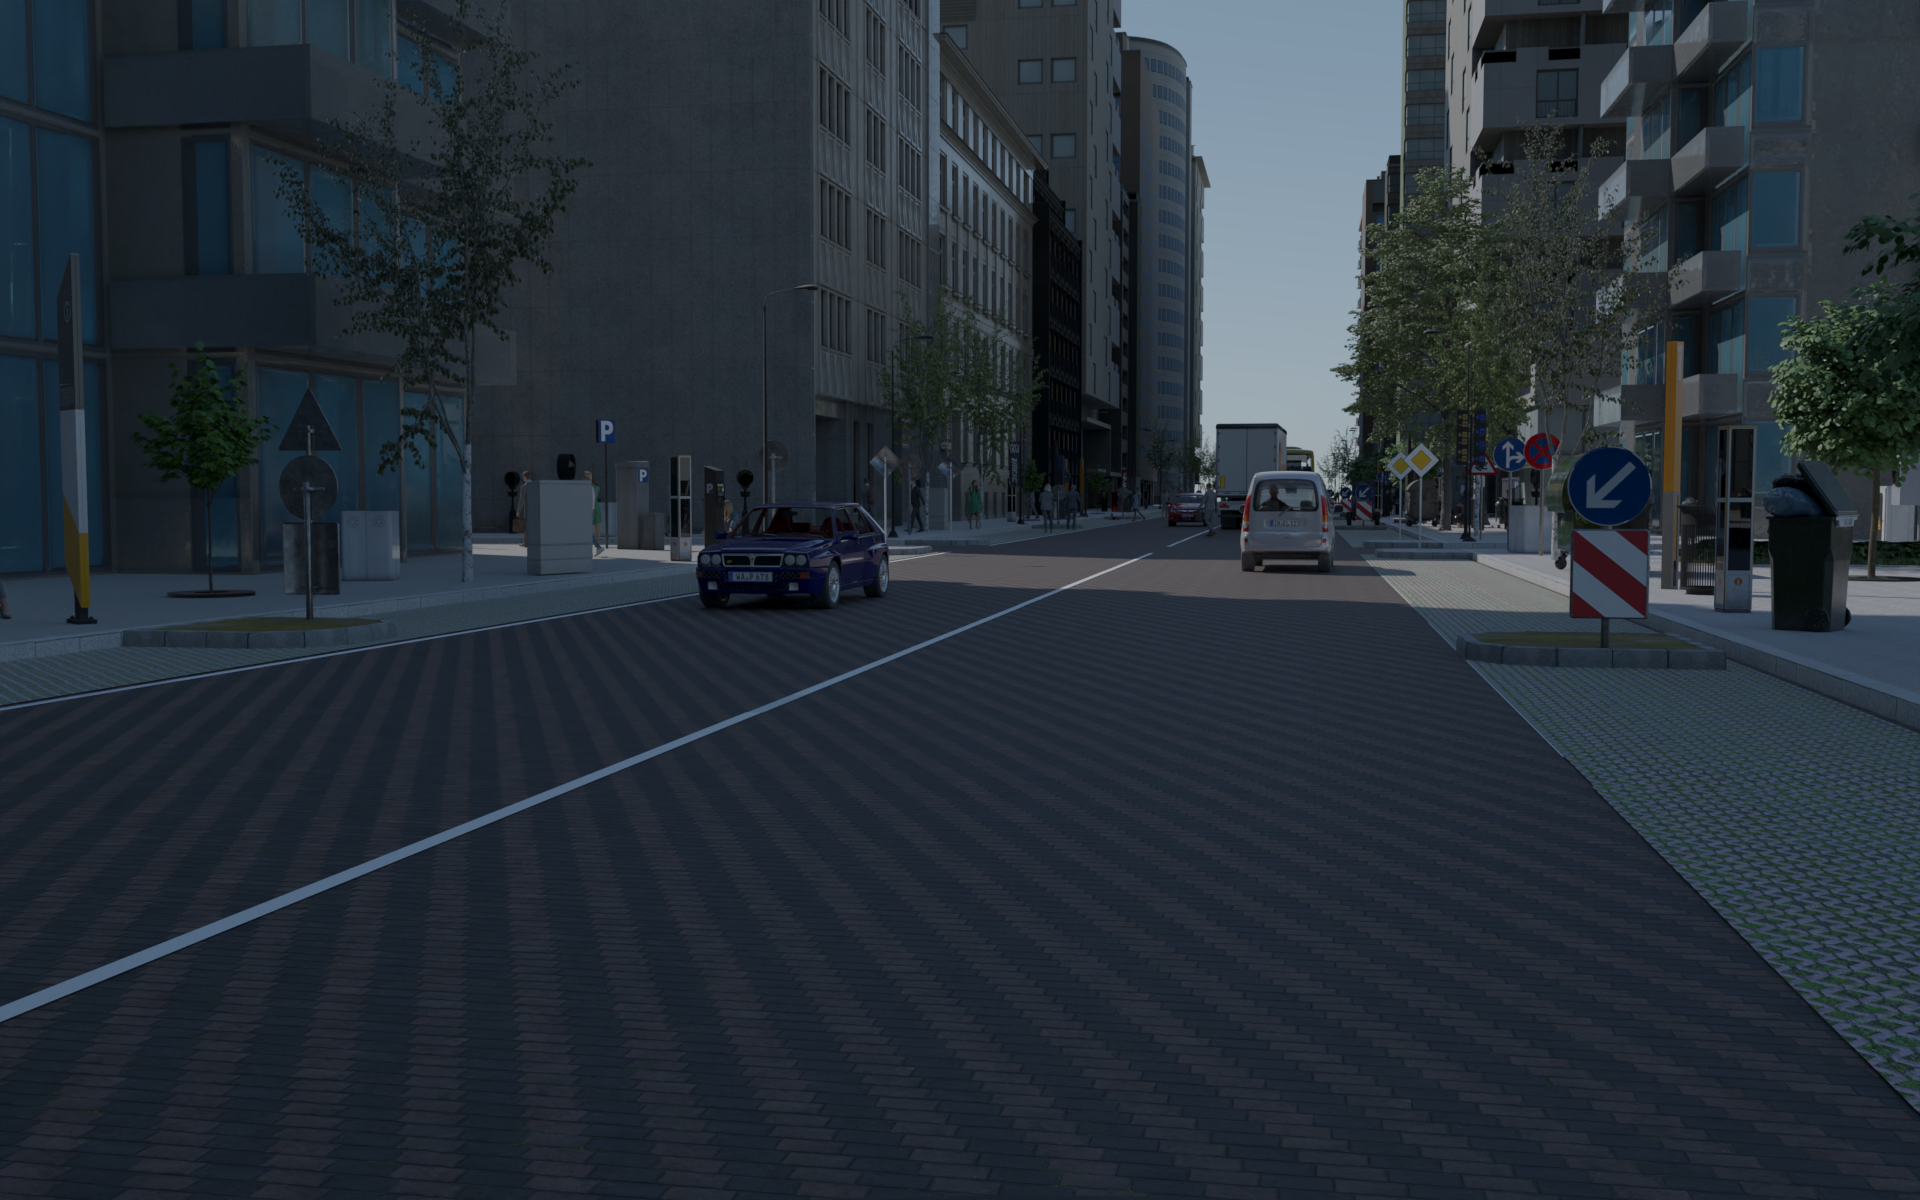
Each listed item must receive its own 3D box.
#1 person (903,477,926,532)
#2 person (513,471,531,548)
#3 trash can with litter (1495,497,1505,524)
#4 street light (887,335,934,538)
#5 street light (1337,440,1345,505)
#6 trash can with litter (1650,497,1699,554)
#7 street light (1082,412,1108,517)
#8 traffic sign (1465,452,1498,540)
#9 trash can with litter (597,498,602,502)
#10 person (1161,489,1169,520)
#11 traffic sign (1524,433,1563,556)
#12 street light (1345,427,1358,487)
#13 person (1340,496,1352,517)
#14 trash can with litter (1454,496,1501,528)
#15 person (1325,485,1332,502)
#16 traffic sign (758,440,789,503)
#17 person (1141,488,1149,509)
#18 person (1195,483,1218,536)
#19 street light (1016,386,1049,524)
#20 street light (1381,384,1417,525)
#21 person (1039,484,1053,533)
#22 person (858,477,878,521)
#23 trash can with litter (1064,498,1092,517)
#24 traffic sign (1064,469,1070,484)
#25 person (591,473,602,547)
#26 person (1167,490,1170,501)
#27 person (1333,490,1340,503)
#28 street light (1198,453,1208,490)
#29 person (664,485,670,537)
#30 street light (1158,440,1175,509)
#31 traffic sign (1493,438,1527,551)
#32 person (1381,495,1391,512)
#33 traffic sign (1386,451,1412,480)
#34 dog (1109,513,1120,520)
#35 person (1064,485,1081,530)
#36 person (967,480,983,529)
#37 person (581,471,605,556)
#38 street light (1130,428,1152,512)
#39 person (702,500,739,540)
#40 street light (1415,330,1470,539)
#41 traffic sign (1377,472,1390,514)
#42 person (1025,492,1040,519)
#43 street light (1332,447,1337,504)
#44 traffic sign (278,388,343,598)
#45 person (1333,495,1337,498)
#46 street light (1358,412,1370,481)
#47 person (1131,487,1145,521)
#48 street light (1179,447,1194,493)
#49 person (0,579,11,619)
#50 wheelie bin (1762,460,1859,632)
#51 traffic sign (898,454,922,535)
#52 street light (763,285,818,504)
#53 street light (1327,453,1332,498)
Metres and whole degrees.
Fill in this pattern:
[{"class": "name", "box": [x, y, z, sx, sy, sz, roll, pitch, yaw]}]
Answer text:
[{"class": "person", "box": [-1.547, -3.184, 57.876, 0.755, 1.850, 0.659, -1, 4, -14]}, {"class": "person", "box": [-10.263, -2.168, 41.461, 0.822, 1.834, 0.622, 2, 4, 29]}, {"class": "trash can with litter", "box": [23.401, -3.815, 73.763, 1.055, 1.170, 0.624, -1, 4, -10]}, {"class": "street light", "box": [-1.445, -4.786, 50.791, 1.470, 5.913, 1.316, 1, 4, 11]}, {"class": "street light", "box": [33.252, -10.741, 148.152, 1.470, 5.913, 1.316, 1, 4, 11]}, {"class": "trash can with litter", "box": [15.401, -1.553, 36.448, 1.678, 1.210, 2.233, 0, 4, -2]}, {"class": "street light", "box": [7.642, -7.667, 97.893, 1.470, 5.913, 1.316, 1, 4, 11]}, {"class": "traffic sign", "box": [14.466, -2.938, 48.042, 0.884, 2.594, 0.081, 1, 4, 15]}, {"class": "trash can with litter", "box": [-11.525, -2.589, 53.719, 0.624, 1.170, 1.055, 2, 4, 33]}, {"class": "person", "box": [11.385, -5.319, 96.211, 0.466, 1.731, 0.760, 1, 4, 19]}, {"class": "traffic sign", "box": [12.101, -2.196, 36.007, 0.768, 2.556, 0.104, 1, 4, 17]}, {"class": "street light", "box": [28.659, -9.301, 124.615, 1.470, 5.913, 1.316, 1, 4, 11]}, {"class": "person", "box": [22.946, -5.708, 102.037, 1.509, 1.804, 0.699, -2, 4, -30]}, {"class": "trash can with litter", "box": [19.528, -3.295, 64.923, 2.233, 1.210, 1.678, 2, 4, 31]}, {"class": "person", "box": [13.491, -3.385, 64.023, 0.511, 1.800, 0.466, 3, 5, 41]}, {"class": "traffic sign", "box": [-4.393, -2.490, 40.811, 0.768, 2.556, 0.104, 1, 4, 13]}, {"class": "person", "box": [15.900, -8.705, 148.382, 0.705, 1.822, 1.348, -1, 4, -17]}, {"class": "person", "box": [8.423, -3.065, 58.735, 0.709, 1.813, 0.853, -3, 5, -43]}, {"class": "street light", "box": [3.135, -6.226, 74.339, 1.470, 5.913, 1.316, 1, 4, 11]}, {"class": "street light", "box": [18.520, -6.117, 72.546, 1.470, 5.913, 1.316, 1, 4, 11]}, {"class": "person", "box": [3.162, -3.361, 63.642, 0.537, 1.800, 0.526, 0, 4, 0]}, {"class": "person", "box": [-3.022, -3.115, 56.930, 0.622, 1.834, 0.822, -1, 4, -18]}, {"class": "trash can with litter", "box": [6.220, -5.168, 95.561, 2.233, 1.210, 1.678, 1, 4, 10]}, {"class": "traffic sign", "box": [5.257, -5.409, 88.546, 0.768, 2.556, 0.104, 1, 4, 17]}, {"class": "person", "box": [-8.942, -2.182, 41.964, 0.529, 1.795, 0.600, 3, 5, 44]}, {"class": "person", "box": [25.040, -12.376, 209.180, 0.721, 1.735, 1.217, 3, 4, 38]}, {"class": "person", "box": [54.783, -14.999, 251.364, 1.348, 1.812, 0.705, 1, 4, 19]}, {"class": "street light", "box": [27.003, -13.696, 196.466, 1.470, 5.913, 1.316, 1, 4, 11]}, {"class": "person", "box": [-8.568, -2.803, 51.970, 0.767, 1.812, 0.694, -1, 4, -11]}, {"class": "street light", "box": [17.725, -10.764, 148.524, 1.470, 5.913, 1.316, 1, 4, 11]}, {"class": "traffic sign", "box": [12.424, -2.386, 39.120, 0.768, 2.556, 0.104, 1, 4, 14]}, {"class": "person", "box": [30.884, -7.250, 124.590, 1.348, 1.823, 0.705, 0, 4, -3]}, {"class": "traffic sign", "box": [11.987, -2.745, 47.064, 0.795, 2.593, 0.064, 1, 4, 11]}, {"class": "dog", "box": [8.453, -4.564, 94.809, 0.550, 0.427, 0.748, -2, 4, -31]}, {"class": "person", "box": [4.497, -3.712, 69.368, 0.661, 1.801, 0.590, 0, 4, 3]}, {"class": "person", "box": [0.524, -3.463, 62.904, 0.600, 1.795, 0.529, -2, 4, -30]}, {"class": "person", "box": [-7.537, -1.753, 35.369, 0.598, 1.740, 0.731, -3, 5, -43]}, {"class": "street light", "box": [13.123, -9.324, 124.989, 1.470, 5.913, 1.316, 1, 4, 11]}, {"class": "person", "box": [-5.073, -1.592, 37.565, 0.738, 1.151, 1.012, -2, 4, -31]}, {"class": "street light", "box": [13.806, -4.678, 49.033, 1.470, 5.913, 1.316, 1, 4, 11]}, {"class": "traffic sign", "box": [23.811, -5.951, 97.406, 0.768, 2.556, 0.104, 1, 4, 14]}, {"class": "person", "box": [3.695, -5.086, 89.477, 0.850, 1.792, 0.678, 0, 4, 4]}, {"class": "street light", "box": [37.952, -12.192, 171.882, 1.470, 5.913, 1.316, 1, 4, 11]}, {"class": "traffic sign", "box": [-7.989, -1.301, 21.279, 0.884, 2.594, 0.081, 1, 4, 14]}, {"class": "person", "box": [50.230, -13.607, 231.777, 0.557, 1.426, 1.065, -1, 4, -16]}, {"class": "street light", "box": [23.104, -7.586, 96.564, 1.470, 5.913, 1.316, 1, 4, 11]}, {"class": "person", "box": [9.398, -5.080, 91.655, 0.778, 1.811, 0.616, 0, 4, -8]}, {"class": "street light", "box": [22.383, -12.234, 172.562, 1.470, 5.913, 1.316, 1, 4, 11]}, {"class": "person", "box": [-10.085, -0.697, 17.708, 0.573, 1.790, 0.520, 2, 4, 31]}, {"class": "wheelie bin", "box": [7.999, -0.516, 16.343, 0.693, 1.594, 0.980, 3, 5, 44]}, {"class": "traffic sign", "box": [-1.587, -3.327, 54.510, 0.768, 2.556, 0.104, 1, 4, 18]}, {"class": "street light", "box": [-3.831, -4.047, 38.705, 1.470, 5.913, 1.316, 1, 4, 11]}, {"class": "street light", "box": [44.615, -14.296, 206.278, 1.470, 5.913, 1.316, 1, 4, 11]}]
